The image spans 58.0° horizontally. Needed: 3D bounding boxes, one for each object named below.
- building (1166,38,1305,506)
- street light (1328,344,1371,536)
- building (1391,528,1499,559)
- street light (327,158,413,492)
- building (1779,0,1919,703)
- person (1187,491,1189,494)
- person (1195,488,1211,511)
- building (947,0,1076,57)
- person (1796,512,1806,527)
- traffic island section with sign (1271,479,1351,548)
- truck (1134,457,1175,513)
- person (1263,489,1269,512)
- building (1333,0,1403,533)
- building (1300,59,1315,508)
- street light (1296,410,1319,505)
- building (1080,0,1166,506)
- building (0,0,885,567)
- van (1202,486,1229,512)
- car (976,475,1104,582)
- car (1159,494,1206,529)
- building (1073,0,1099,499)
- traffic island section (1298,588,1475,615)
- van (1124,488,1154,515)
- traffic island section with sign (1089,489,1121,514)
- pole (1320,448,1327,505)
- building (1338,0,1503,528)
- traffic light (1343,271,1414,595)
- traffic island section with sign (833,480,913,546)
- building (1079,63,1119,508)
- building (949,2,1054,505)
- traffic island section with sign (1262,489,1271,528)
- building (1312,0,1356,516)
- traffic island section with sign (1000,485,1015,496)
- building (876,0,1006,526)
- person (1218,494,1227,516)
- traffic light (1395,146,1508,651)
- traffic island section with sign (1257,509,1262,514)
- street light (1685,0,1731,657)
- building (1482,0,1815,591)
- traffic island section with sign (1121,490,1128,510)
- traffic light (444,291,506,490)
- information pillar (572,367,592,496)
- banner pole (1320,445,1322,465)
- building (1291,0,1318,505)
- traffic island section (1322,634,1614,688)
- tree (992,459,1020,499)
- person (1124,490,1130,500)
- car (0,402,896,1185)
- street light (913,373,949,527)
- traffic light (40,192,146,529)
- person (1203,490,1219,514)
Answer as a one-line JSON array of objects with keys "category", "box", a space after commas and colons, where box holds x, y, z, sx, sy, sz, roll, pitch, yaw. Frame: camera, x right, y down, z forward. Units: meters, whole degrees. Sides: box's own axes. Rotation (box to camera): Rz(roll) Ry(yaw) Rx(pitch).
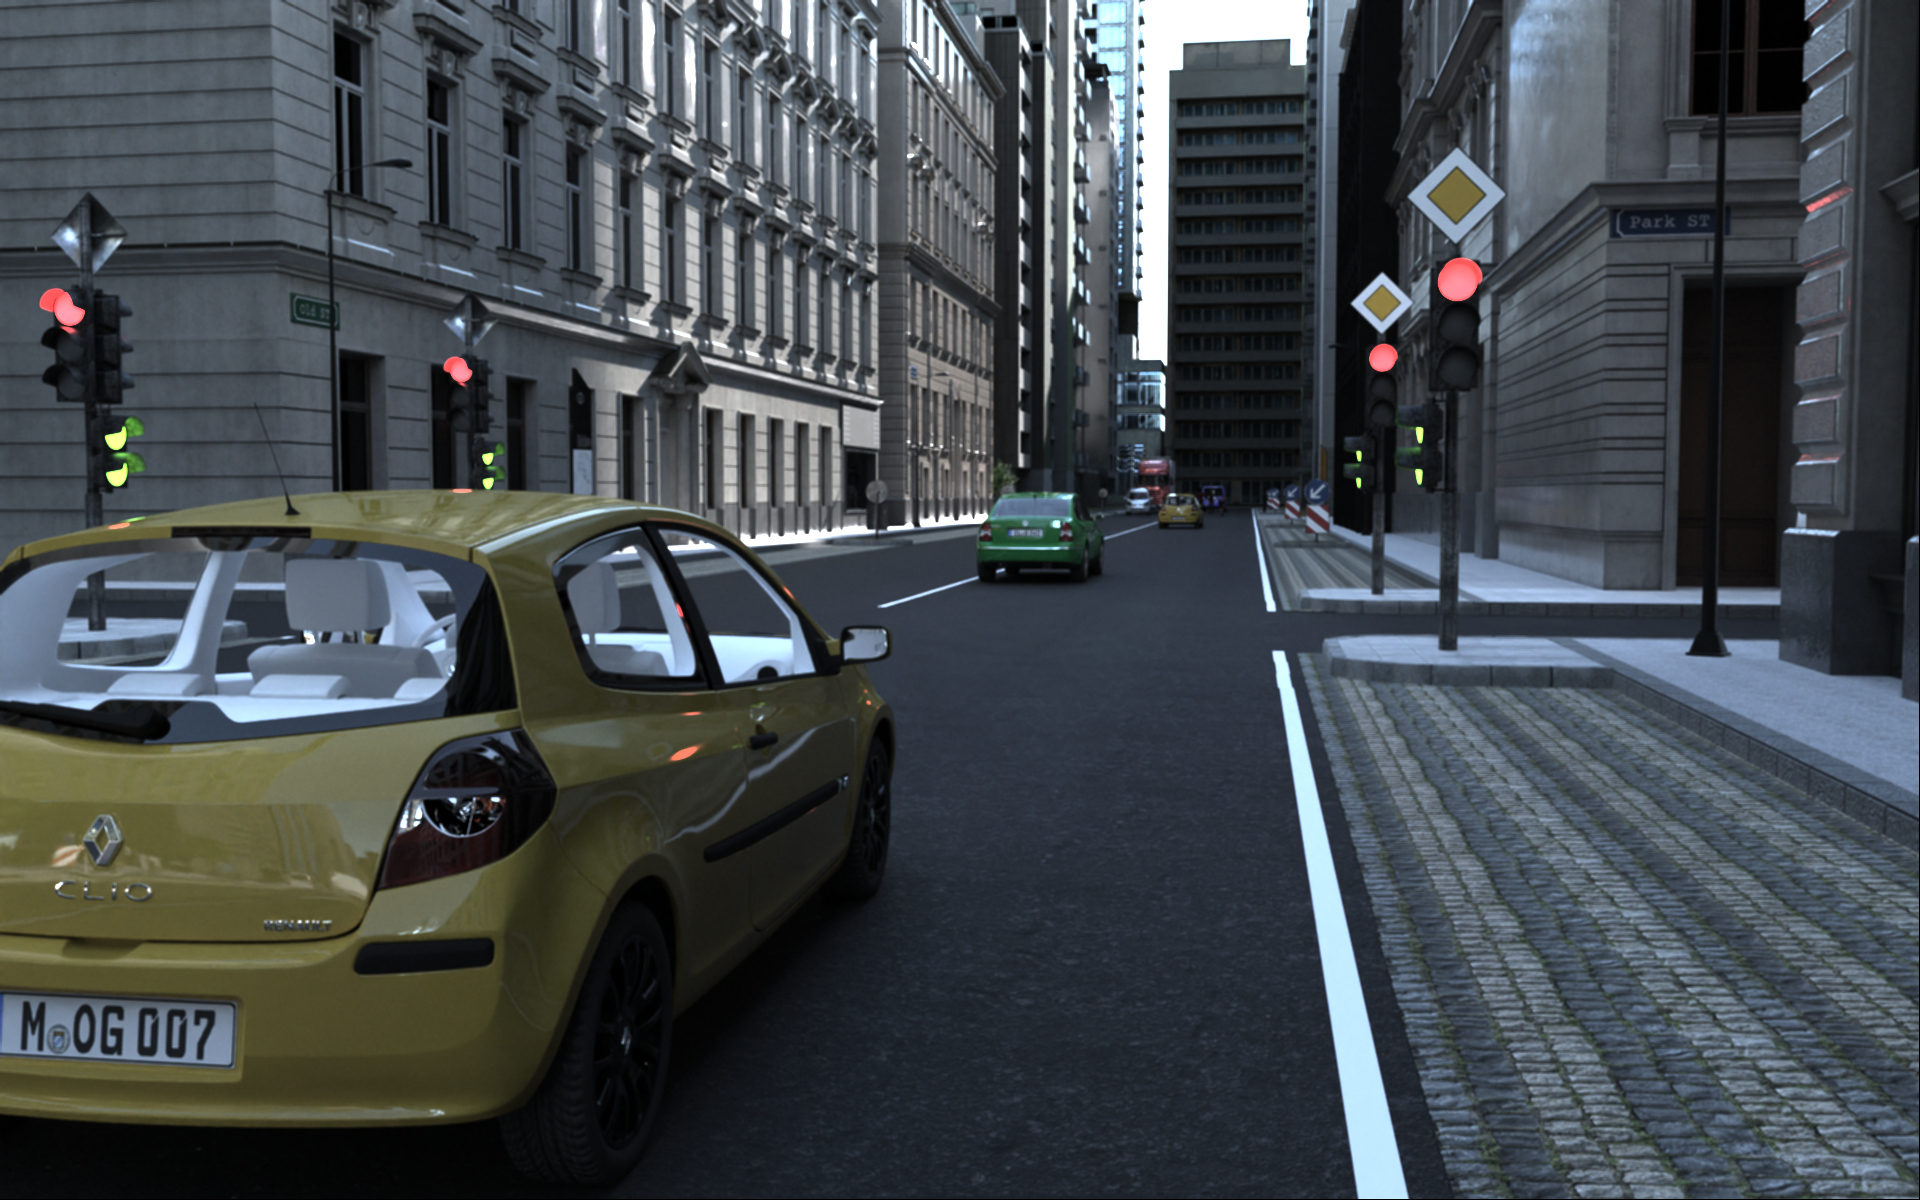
[{"category": "building", "box": [33.595, -34.553, 188.649, 21.600, 48.544, 21.300, 1, 4, 9]}, {"category": "street light", "box": [12.091, -4.964, 53.709, 1.470, 5.913, 1.316, 1, 4, 9]}, {"category": "building", "box": [18.280, -15.653, 43.312, 14.401, 28.519, 23.554, 1, 4, 9]}, {"category": "street light", "box": [-8.246, -3.158, 24.170, 1.470, 5.913, 1.316, 1, 4, 9]}, {"category": "building", "box": [9.550, -10.640, 2.842, 11.050, 23.489, 19.941, 1, 4, 9]}, {"category": "person", "box": [23.088, -10.223, 176.184, 0.617, 1.759, 0.750, -2, 4, -31]}, {"category": "person", "box": [14.498, -5.885, 104.683, 1.348, 1.831, 0.705, 1, 4, 21]}, {"category": "building", "box": [0.297, -26.694, 120.039, 14.154, 41.232, 14.086, 1, 4, 9]}, {"category": "person", "box": [9.597, -0.508, 19.408, 0.503, 1.515, 0.523, 2, 4, 28]}, {"category": "traffic island section with sign", "box": [9.433, -2.310, 46.402, 1.989, 1.847, 2.006, 1, 4, 9]}, {"category": "truck", "box": [15.001, -8.770, 132.307, 2.839, 4.237, 11.283, 1, 4, 9]}, {"category": "person", "box": [22.591, -7.318, 128.166, 0.705, 1.821, 1.348, 0, 4, -5]}, {"category": "building", "box": [20.394, -14.273, 63.047, 12.332, 23.373, 15.834, 1, 4, 9]}, {"category": "building", "box": [39.171, -29.275, 162.239, 14.154, 41.232, 14.086, 1, 4, 9]}, {"category": "street light", "box": [19.273, -7.545, 95.896, 1.470, 5.913, 1.316, 1, 4, 9]}, {"category": "building", "box": [7.432, -53.793, 192.179, 31.000, 86.520, 22.319, 1, 4, 9]}, {"category": "building", "box": [-13.992, -16.518, 46.480, 17.030, 29.872, 44.131, 1, 4, 9]}, {"category": "van", "box": [20.320, -8.195, 138.373, 2.240, 2.365, 5.245, 1, 4, 10]}, {"category": "car", "box": [1.434, -1.277, 29.674, 1.959, 1.807, 4.718, 1, 4, 10]}, {"category": "car", "box": [9.370, -3.854, 73.238, 2.015, 1.641, 3.980, 1, 4, 11]}, {"category": "building", "box": [-1.085, -31.989, 142.636, 23.786, 49.044, 30.456, 1, 4, 9]}, {"category": "traffic island section", "box": [5.359, 0.009, 22.141, 2.009, 0.180, 2.903, 1, 4, 9]}, {"category": "van", "box": [12.141, -6.760, 117.531, 2.013, 2.044, 4.112, 0, 4, 8]}, {"category": "traffic island section with sign", "box": [10.338, -7.095, 124.627, 1.989, 1.847, 2.006, 1, 4, 9]}, {"category": "pole", "box": [16.064, -5.073, 76.794, 0.158, 3.312, 0.155, 0, 3, 0]}, {"category": "building", "box": [25.407, -18.028, 82.154, 14.401, 28.519, 23.554, 1, 4, 9]}, {"category": "traffic light", "box": [5.321, -2.025, 22.034, 0.839, 4.253, 0.868, 1, 4, 9]}, {"category": "traffic island section with sign", "box": [-2.385, -2.445, 48.606, 1.989, 1.847, 2.006, 1, 4, 9]}, {"category": "building", "box": [8.135, -29.632, 168.083, 14.086, 41.232, 14.154, 1, 4, 9]}, {"category": "building", "box": [-2.036, -20.476, 106.491, 14.160, 30.474, 14.107, 1, 4, 9]}, {"category": "traffic island section with sign", "box": [13.911, -3.947, 73.162, 1.989, 1.847, 2.006, 1, 4, 9]}, {"category": "building", "box": [33.413, -34.737, 109.954, 21.231, 58.520, 28.212, 1, 4, 9]}, {"category": "traffic island section with sign", "box": [2.071, -4.076, 75.274, 1.989, 1.847, 2.006, 1, 4, 9]}, {"category": "building", "box": [-5.729, -17.337, 80.717, 12.463, 27.353, 25.104, 1, 4, 9]}, {"category": "person", "box": [17.230, -6.223, 113.486, 0.421, 1.427, 0.697, -2, 4, -26]}, {"category": "traffic light", "box": [4.003, -1.544, 14.158, 0.839, 4.253, 0.868, 1, 4, 9]}, {"category": "traffic island section with sign", "box": [22.172, -6.965, 122.503, 1.989, 1.847, 2.006, 1, 4, 9]}, {"category": "street light", "box": [5.434, -2.519, 13.722, 1.470, 5.913, 1.316, 1, 4, 9]}, {"category": "building", "box": [18.999, -11.592, 25.679, 21.152, 22.565, 11.583, 1, 4, 9]}, {"category": "traffic island section with sign", "box": [14.902, -8.758, 151.827, 1.989, 1.847, 2.006, 1, 4, 9]}, {"category": "traffic light", "box": [-6.775, -2.148, 24.035, 0.839, 4.253, 0.868, 1, 4, 9]}, {"category": "information pillar", "box": [-7.054, -2.506, 32.333, 0.183, 3.616, 0.504, 2, 4, 23]}, {"category": "banner pole", "box": [18.386, -5.989, 87.936, 0.401, 3.779, 0.863, 2, 4, 28]}, {"category": "building", "box": [39.110, -31.770, 139.047, 23.786, 49.044, 30.456, 1, 4, 9]}, {"category": "traffic island section", "box": [4.041, 0.490, 14.265, 2.009, 0.180, 2.903, 1, 4, 9]}, {"category": "tree", "box": [2.220, -6.255, 96.870, 1.663, 3.219, 1.824, 0, 3, 0]}, {"category": "person", "box": [13.398, -7.893, 138.255, 0.721, 1.736, 1.217, 3, 4, 37]}, {"category": "car", "box": [-1.297, 0.312, 5.117, 2.015, 1.641, 3.980, 1, 4, 9]}, {"category": "street light", "box": [-1.108, -5.748, 66.517, 1.470, 5.913, 1.316, 1, 4, 9]}, {"category": "traffic light", "box": [-8.094, -1.666, 16.159, 0.839, 4.253, 0.868, 1, 4, 9]}, {"category": "person", "box": [17.802, -6.944, 122.559, 1.217, 1.766, 0.721, 0, 4, -2]}]
